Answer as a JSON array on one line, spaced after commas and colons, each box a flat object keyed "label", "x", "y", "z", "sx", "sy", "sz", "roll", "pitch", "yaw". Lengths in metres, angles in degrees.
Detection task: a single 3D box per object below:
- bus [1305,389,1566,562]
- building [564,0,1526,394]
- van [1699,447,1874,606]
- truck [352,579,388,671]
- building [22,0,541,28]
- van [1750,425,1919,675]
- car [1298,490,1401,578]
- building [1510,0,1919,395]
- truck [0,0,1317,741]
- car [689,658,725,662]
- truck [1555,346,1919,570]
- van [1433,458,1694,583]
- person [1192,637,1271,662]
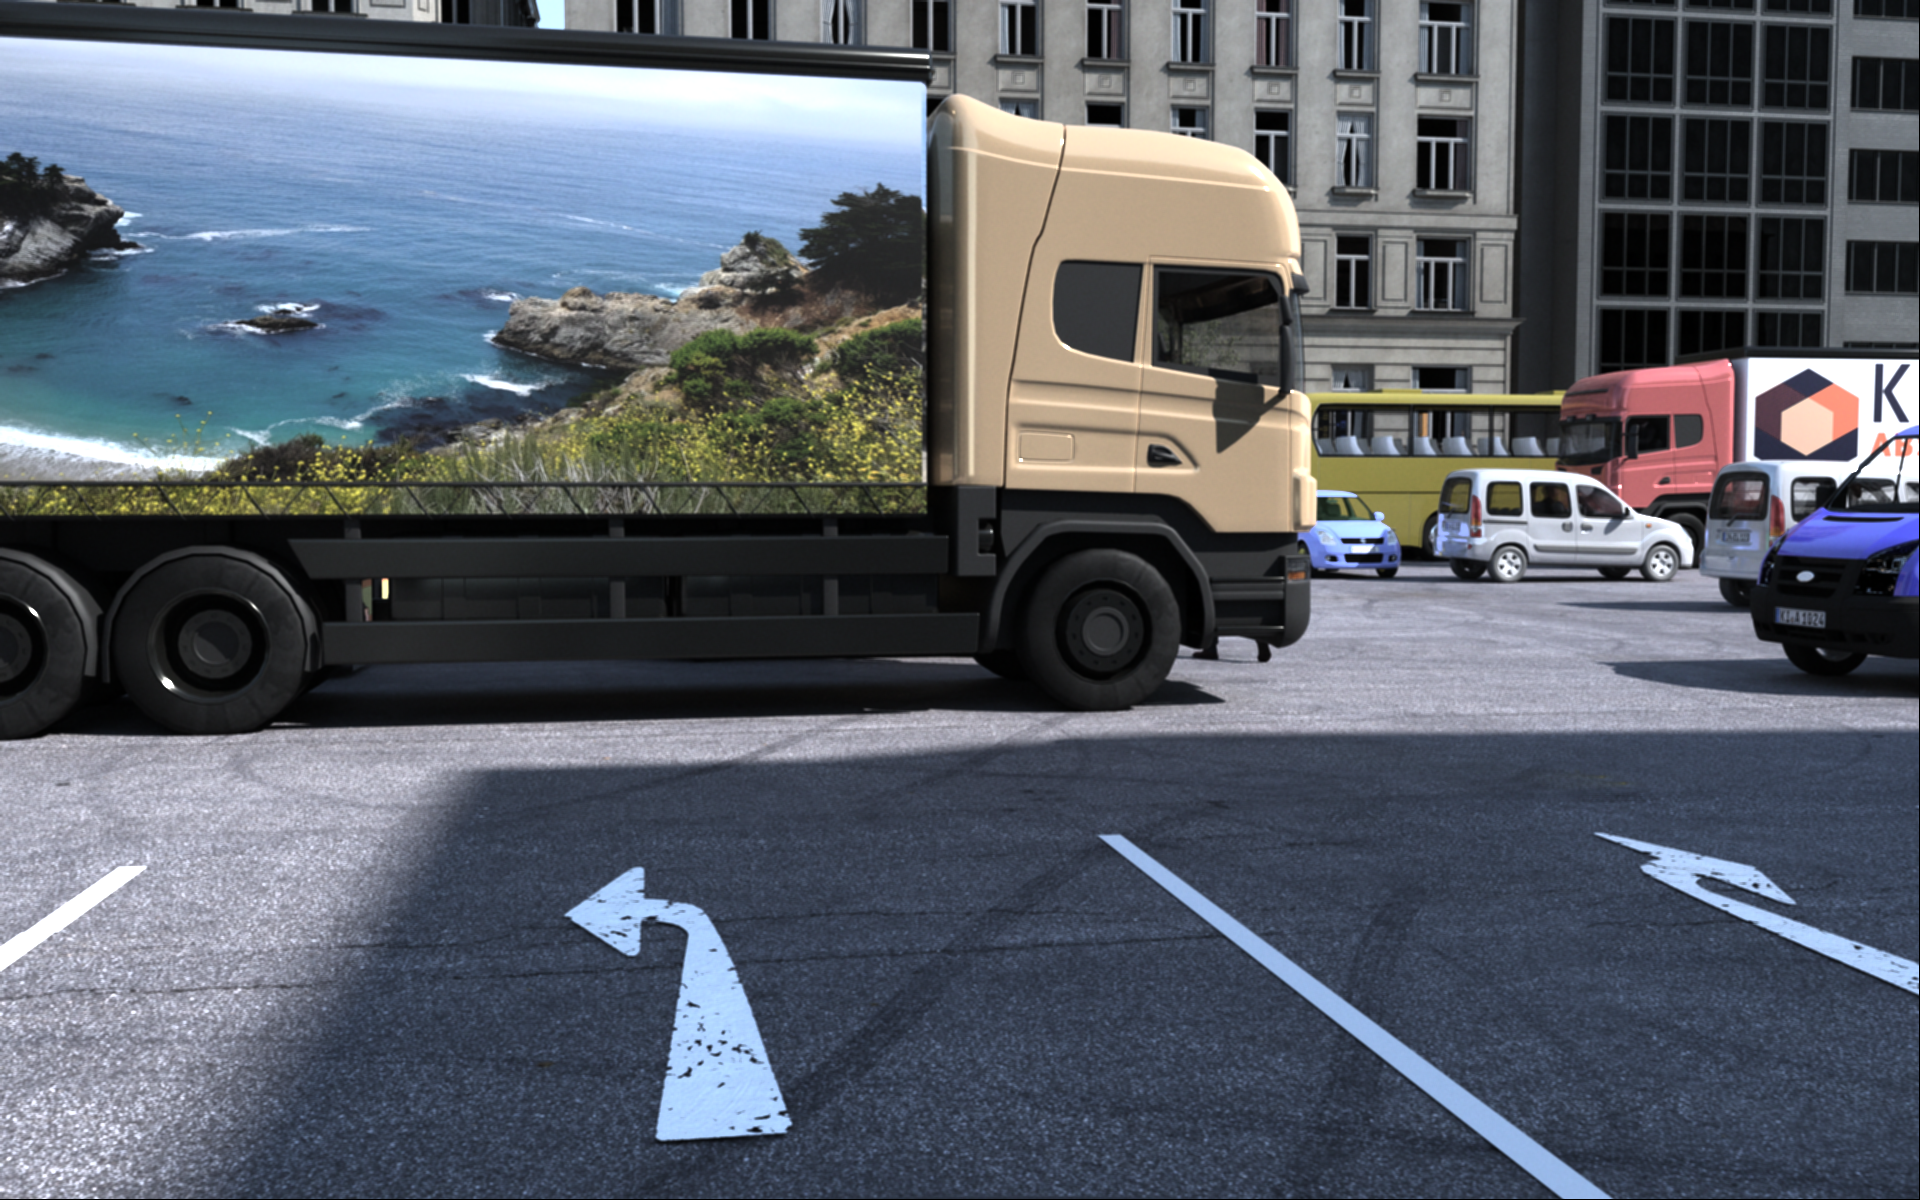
[{"label": "bus", "x": 12.843, "y": -2.851, "z": 38.164, "sx": 12.252, "sy": 3.916, "sz": 2.896, "roll": -1, "pitch": 4, "yaw": -9}, {"label": "building", "x": 1.771, "y": -13.732, "z": 57.806, "sx": 30.059, "sy": 22.955, "sz": 16.112, "roll": -1, "pitch": 4, "yaw": -10}, {"label": "van", "x": 11.502, "y": -0.898, "z": 21.691, "sx": 4.112, "sy": 2.044, "sz": 2.013, "roll": -1, "pitch": 4, "yaw": -10}, {"label": "truck", "x": -14.135, "y": -1.416, "z": 12.918, "sx": 18.799, "sy": 4.110, "sz": 2.967, "roll": -1, "pitch": 4, "yaw": -10}, {"label": "building", "x": -35.489, "y": -16.896, "z": 52.669, "sx": 44.131, "sy": 29.872, "sz": 17.030, "roll": -1, "pitch": 4, "yaw": -10}, {"label": "van", "x": 8.772, "y": -0.543, "z": 13.270, "sx": 5.245, "sy": 2.365, "sz": 2.240, "roll": -1, "pitch": 4, "yaw": -11}, {"label": "car", "x": 6.457, "y": -1.299, "z": 30.823, "sx": 1.945, "sy": 1.707, "sz": 3.694, "roll": -1, "pitch": 4, "yaw": -11}, {"label": "building", "x": 31.690, "y": -14.927, "z": 63.122, "sx": 30.058, "sy": 24.678, "sz": 14.314, "roll": -1, "pitch": 4, "yaw": -10}, {"label": "truck", "x": -2.630, "y": -1.392, "z": 11.674, "sx": 11.283, "sy": 4.237, "sz": 2.839, "roll": -1, "pitch": 4, "yaw": -12}, {"label": "car", "x": -0.917, "y": -0.337, "z": 15.741, "sx": 3.980, "sy": 1.641, "sz": 2.015, "roll": -1, "pitch": 4, "yaw": -9}, {"label": "truck", "x": 16.892, "y": -2.781, "z": 34.391, "sx": 11.283, "sy": 4.237, "sz": 2.839, "roll": -1, "pitch": 4, "yaw": -9}, {"label": "van", "x": 10.043, "y": -1.330, "z": 28.762, "sx": 4.112, "sy": 2.044, "sz": 2.013, "roll": -1, "pitch": 4, "yaw": -8}, {"label": "person", "x": 2.377, "y": -0.398, "z": 14.917, "sx": 0.656, "sy": 1.842, "sz": 0.836, "roll": -3, "pitch": 4, "yaw": -37}]
